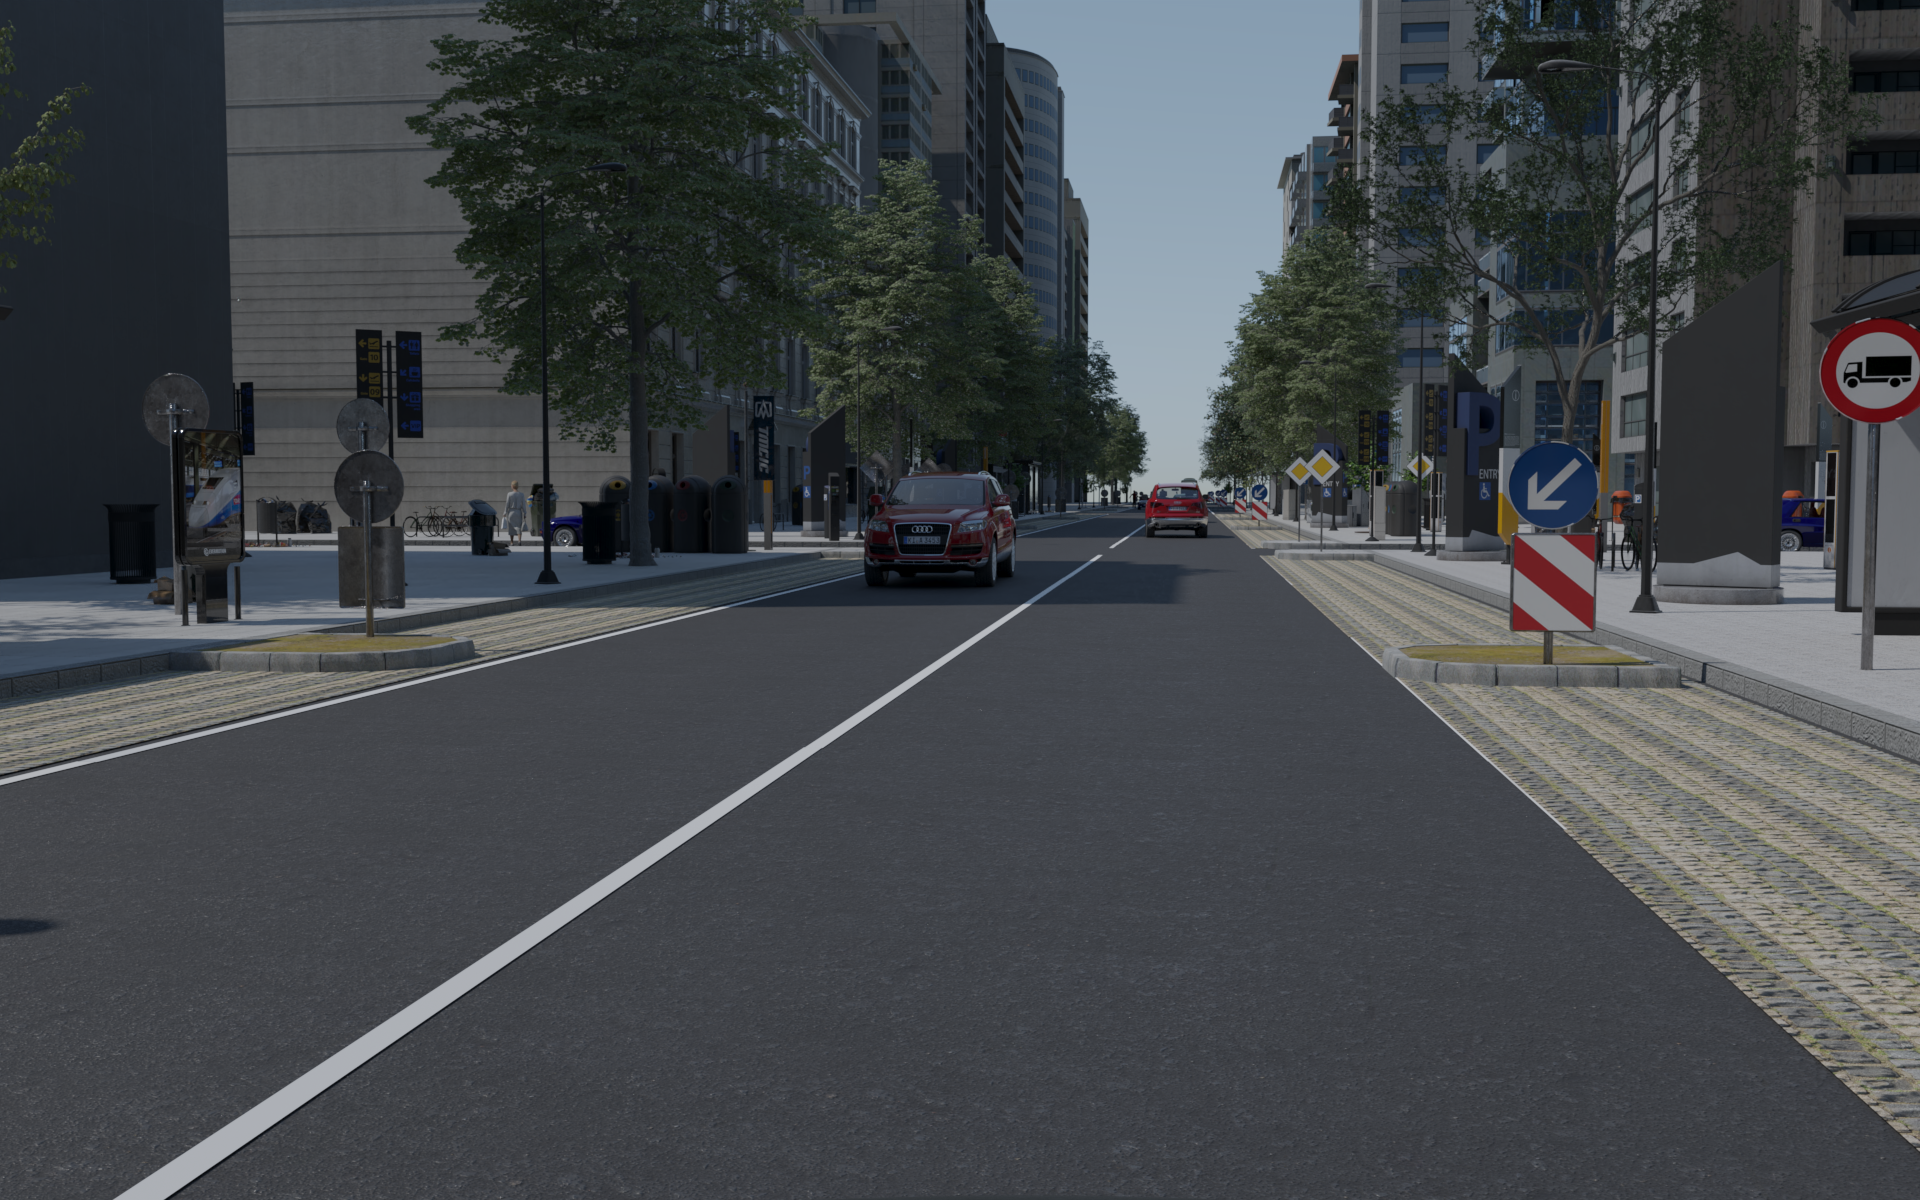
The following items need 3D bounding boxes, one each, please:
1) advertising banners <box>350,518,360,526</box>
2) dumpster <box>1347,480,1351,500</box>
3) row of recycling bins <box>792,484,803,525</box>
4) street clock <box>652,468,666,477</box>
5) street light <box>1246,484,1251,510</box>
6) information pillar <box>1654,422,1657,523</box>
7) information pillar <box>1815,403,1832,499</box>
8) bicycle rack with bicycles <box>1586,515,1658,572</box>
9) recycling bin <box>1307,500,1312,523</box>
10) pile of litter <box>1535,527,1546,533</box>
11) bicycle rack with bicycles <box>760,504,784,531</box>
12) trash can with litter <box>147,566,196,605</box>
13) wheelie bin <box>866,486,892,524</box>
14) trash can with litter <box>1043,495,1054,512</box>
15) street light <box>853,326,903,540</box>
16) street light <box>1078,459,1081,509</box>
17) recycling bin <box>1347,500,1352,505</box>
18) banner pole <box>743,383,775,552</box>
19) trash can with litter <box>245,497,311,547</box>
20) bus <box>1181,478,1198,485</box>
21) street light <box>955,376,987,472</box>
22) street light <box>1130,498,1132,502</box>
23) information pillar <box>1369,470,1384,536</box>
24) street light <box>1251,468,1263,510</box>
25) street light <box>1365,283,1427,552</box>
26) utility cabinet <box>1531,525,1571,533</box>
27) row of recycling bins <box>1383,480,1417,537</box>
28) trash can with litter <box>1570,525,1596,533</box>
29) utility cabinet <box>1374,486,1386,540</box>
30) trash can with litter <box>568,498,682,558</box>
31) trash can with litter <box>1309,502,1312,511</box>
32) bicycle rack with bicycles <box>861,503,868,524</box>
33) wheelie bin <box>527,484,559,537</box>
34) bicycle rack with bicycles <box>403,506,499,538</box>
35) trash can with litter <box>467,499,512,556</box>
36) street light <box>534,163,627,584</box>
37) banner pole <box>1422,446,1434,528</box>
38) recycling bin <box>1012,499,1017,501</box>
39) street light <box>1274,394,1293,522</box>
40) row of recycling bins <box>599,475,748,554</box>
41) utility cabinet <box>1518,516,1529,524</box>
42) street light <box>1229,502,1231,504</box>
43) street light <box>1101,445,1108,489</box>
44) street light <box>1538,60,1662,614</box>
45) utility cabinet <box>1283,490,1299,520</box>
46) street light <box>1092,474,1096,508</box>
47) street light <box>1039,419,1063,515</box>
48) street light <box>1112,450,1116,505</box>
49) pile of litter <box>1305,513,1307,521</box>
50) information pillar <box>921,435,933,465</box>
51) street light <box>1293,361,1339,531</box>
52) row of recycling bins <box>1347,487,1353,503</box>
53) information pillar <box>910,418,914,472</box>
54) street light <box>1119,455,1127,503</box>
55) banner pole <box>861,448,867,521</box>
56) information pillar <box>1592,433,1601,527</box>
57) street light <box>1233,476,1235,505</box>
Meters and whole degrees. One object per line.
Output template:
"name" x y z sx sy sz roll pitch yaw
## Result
"advertising banners" -12.269 -2.388 35.235 0.090 3.025 2.074 -2 4 -28
"dumpster" 17.206 -4.737 79.950 1.502 2.255 1.985 0 4 8
"row of recycling bins" -6.065 -3.887 70.671 1.069 1.692 3.534 -1 4 -19
"street clock" -8.333 -2.655 47.984 0.358 2.002 0.471 -2 4 -33
"street light" 20.385 -9.004 119.760 1.470 5.913 1.316 0 4 8
"information pillar" 22.532 -3.983 56.473 0.183 3.616 0.504 -1 4 -11
"information pillar" 22.237 -3.259 44.635 0.504 3.616 0.183 -2 4 -26
"bicycle rack with bicycles" 11.758 -0.958 29.041 2.852 0.926 2.925 1 4 22
"recycling bin" 15.757 -3.905 76.395 0.722 1.027 0.722 2 4 34
"pile of litter" 15.698 -1.960 46.009 1.176 0.858 1.719 1 4 16
"bicycle rack with bicycles" -7.355 -2.872 60.346 2.852 0.926 2.925 0 4 6
"trash can with litter" -9.057 -0.556 20.473 0.624 1.170 1.055 1 4 14
"wheelie bin" -3.401 -3.838 70.665 0.980 1.594 0.693 2 4 24
"trash can with litter" 6.387 -6.751 121.430 1.678 1.210 2.233 1 4 8
"street light" -2.282 -4.627 48.186 1.470 5.913 1.316 0 4 8
"street light" 7.862 -9.271 124.126 1.470 5.913 1.316 0 4 8
"recycling bin" 17.425 -3.865 75.755 0.722 1.027 0.722 -1 4 -17
"banner pole" -4.544 -2.981 38.751 0.863 3.779 0.401 0 4 -2
"trash can with litter" -17.143 -1.901 42.133 2.233 1.210 1.678 1 4 12
"bus" 35.050 -16.703 264.638 2.896 3.916 12.252 0 4 8
"street light" 0.379 -5.860 68.344 1.470 5.913 1.316 0 4 8
"street light" 21.415 -15.480 225.636 1.470 5.913 1.316 0 4 8
"information pillar" 12.689 -2.953 52.780 0.304 2.012 0.304 -1 4 -15
"street light" 17.664 -7.769 99.557 1.470 5.913 1.316 0 4 8
"street light" 9.608 -4.017 38.219 1.470 5.913 1.316 0 4 8
"utility cabinet" 16.281 -2.236 47.718 1.020 1.237 0.306 1 4 23
"row of recycling bins" 13.683 -2.847 53.669 1.069 1.692 3.534 0 4 7
"trash can with litter" 18.118 -2.394 50.537 1.055 1.170 0.624 0 4 2
"utility cabinet" 11.714 -2.422 48.277 0.318 1.500 1.173 1 4 13
"trash can with litter" -6.902 -1.471 35.109 2.233 1.210 1.678 2 4 27
"trash can with litter" 14.637 -3.566 69.688 1.055 1.170 0.624 0 4 -5
"bicycle rack with bicycles" -2.902 -3.724 74.273 2.852 0.926 2.925 -1 4 -16
"wheelie bin" -12.556 -2.717 52.330 0.980 1.594 0.693 -3 4 -36
"bicycle rack with bicycles" -15.267 -2.354 51.870 2.925 0.926 2.852 -3 5 -41
"trash can with litter" -9.801 -1.519 36.222 1.055 1.170 0.624 2 4 35
"street light" -5.357 -3.178 24.496 1.470 5.913 1.316 0 4 8
"banner pole" 17.659 -4.581 64.917 0.401 3.779 0.863 -1 4 -13
"recycling bin" 2.704 -5.072 95.482 0.722 1.027 0.722 -1 4 -13
"street light" 15.011 -6.571 79.977 1.470 5.913 1.316 0 4 8
"row of recycling bins" -6.285 -1.886 37.947 3.534 1.692 1.069 1 4 17
"utility cabinet" 23.697 -3.922 72.797 1.173 1.500 0.318 -1 4 -22
"street light" 25.363 -11.251 156.495 1.470 5.913 1.316 0 4 8
"street light" 13.191 -11.688 163.641 1.470 5.913 1.316 0 4 8
"street light" 6.888 -2.820 18.649 1.470 5.913 1.316 0 4 8
"utility cabinet" 16.185 -4.649 84.693 0.318 1.500 1.173 3 4 36
"street light" 10.475 -10.491 144.070 1.470 5.913 1.316 0 4 8
"street light" 5.657 -8.263 107.645 1.470 5.913 1.316 0 4 8
"street light" 15.828 -12.908 183.589 1.470 5.913 1.316 0 4 8
"pile of litter" 16.970 -4.180 82.315 1.176 0.858 1.719 2 4 33
"information pillar" -1.277 -4.562 65.942 0.504 3.616 0.183 0 4 -6
"street light" 12.512 -5.372 60.378 1.470 5.913 1.316 0 4 8
"row of recycling bins" 20.332 -5.009 89.010 3.534 1.692 1.069 3 4 37
"information pillar" -1.496 -3.820 53.806 0.183 3.616 0.504 0 4 3
"street light" 18.794 -14.282 206.053 1.470 5.913 1.316 0 4 8
"banner pole" -4.559 -5.661 82.580 0.401 3.779 0.863 1 4 14
"information pillar" 24.594 -4.614 66.801 0.504 3.616 0.183 0 4 -8
"street light" 22.520 -10.043 136.750 1.470 5.913 1.316 0 4 8
